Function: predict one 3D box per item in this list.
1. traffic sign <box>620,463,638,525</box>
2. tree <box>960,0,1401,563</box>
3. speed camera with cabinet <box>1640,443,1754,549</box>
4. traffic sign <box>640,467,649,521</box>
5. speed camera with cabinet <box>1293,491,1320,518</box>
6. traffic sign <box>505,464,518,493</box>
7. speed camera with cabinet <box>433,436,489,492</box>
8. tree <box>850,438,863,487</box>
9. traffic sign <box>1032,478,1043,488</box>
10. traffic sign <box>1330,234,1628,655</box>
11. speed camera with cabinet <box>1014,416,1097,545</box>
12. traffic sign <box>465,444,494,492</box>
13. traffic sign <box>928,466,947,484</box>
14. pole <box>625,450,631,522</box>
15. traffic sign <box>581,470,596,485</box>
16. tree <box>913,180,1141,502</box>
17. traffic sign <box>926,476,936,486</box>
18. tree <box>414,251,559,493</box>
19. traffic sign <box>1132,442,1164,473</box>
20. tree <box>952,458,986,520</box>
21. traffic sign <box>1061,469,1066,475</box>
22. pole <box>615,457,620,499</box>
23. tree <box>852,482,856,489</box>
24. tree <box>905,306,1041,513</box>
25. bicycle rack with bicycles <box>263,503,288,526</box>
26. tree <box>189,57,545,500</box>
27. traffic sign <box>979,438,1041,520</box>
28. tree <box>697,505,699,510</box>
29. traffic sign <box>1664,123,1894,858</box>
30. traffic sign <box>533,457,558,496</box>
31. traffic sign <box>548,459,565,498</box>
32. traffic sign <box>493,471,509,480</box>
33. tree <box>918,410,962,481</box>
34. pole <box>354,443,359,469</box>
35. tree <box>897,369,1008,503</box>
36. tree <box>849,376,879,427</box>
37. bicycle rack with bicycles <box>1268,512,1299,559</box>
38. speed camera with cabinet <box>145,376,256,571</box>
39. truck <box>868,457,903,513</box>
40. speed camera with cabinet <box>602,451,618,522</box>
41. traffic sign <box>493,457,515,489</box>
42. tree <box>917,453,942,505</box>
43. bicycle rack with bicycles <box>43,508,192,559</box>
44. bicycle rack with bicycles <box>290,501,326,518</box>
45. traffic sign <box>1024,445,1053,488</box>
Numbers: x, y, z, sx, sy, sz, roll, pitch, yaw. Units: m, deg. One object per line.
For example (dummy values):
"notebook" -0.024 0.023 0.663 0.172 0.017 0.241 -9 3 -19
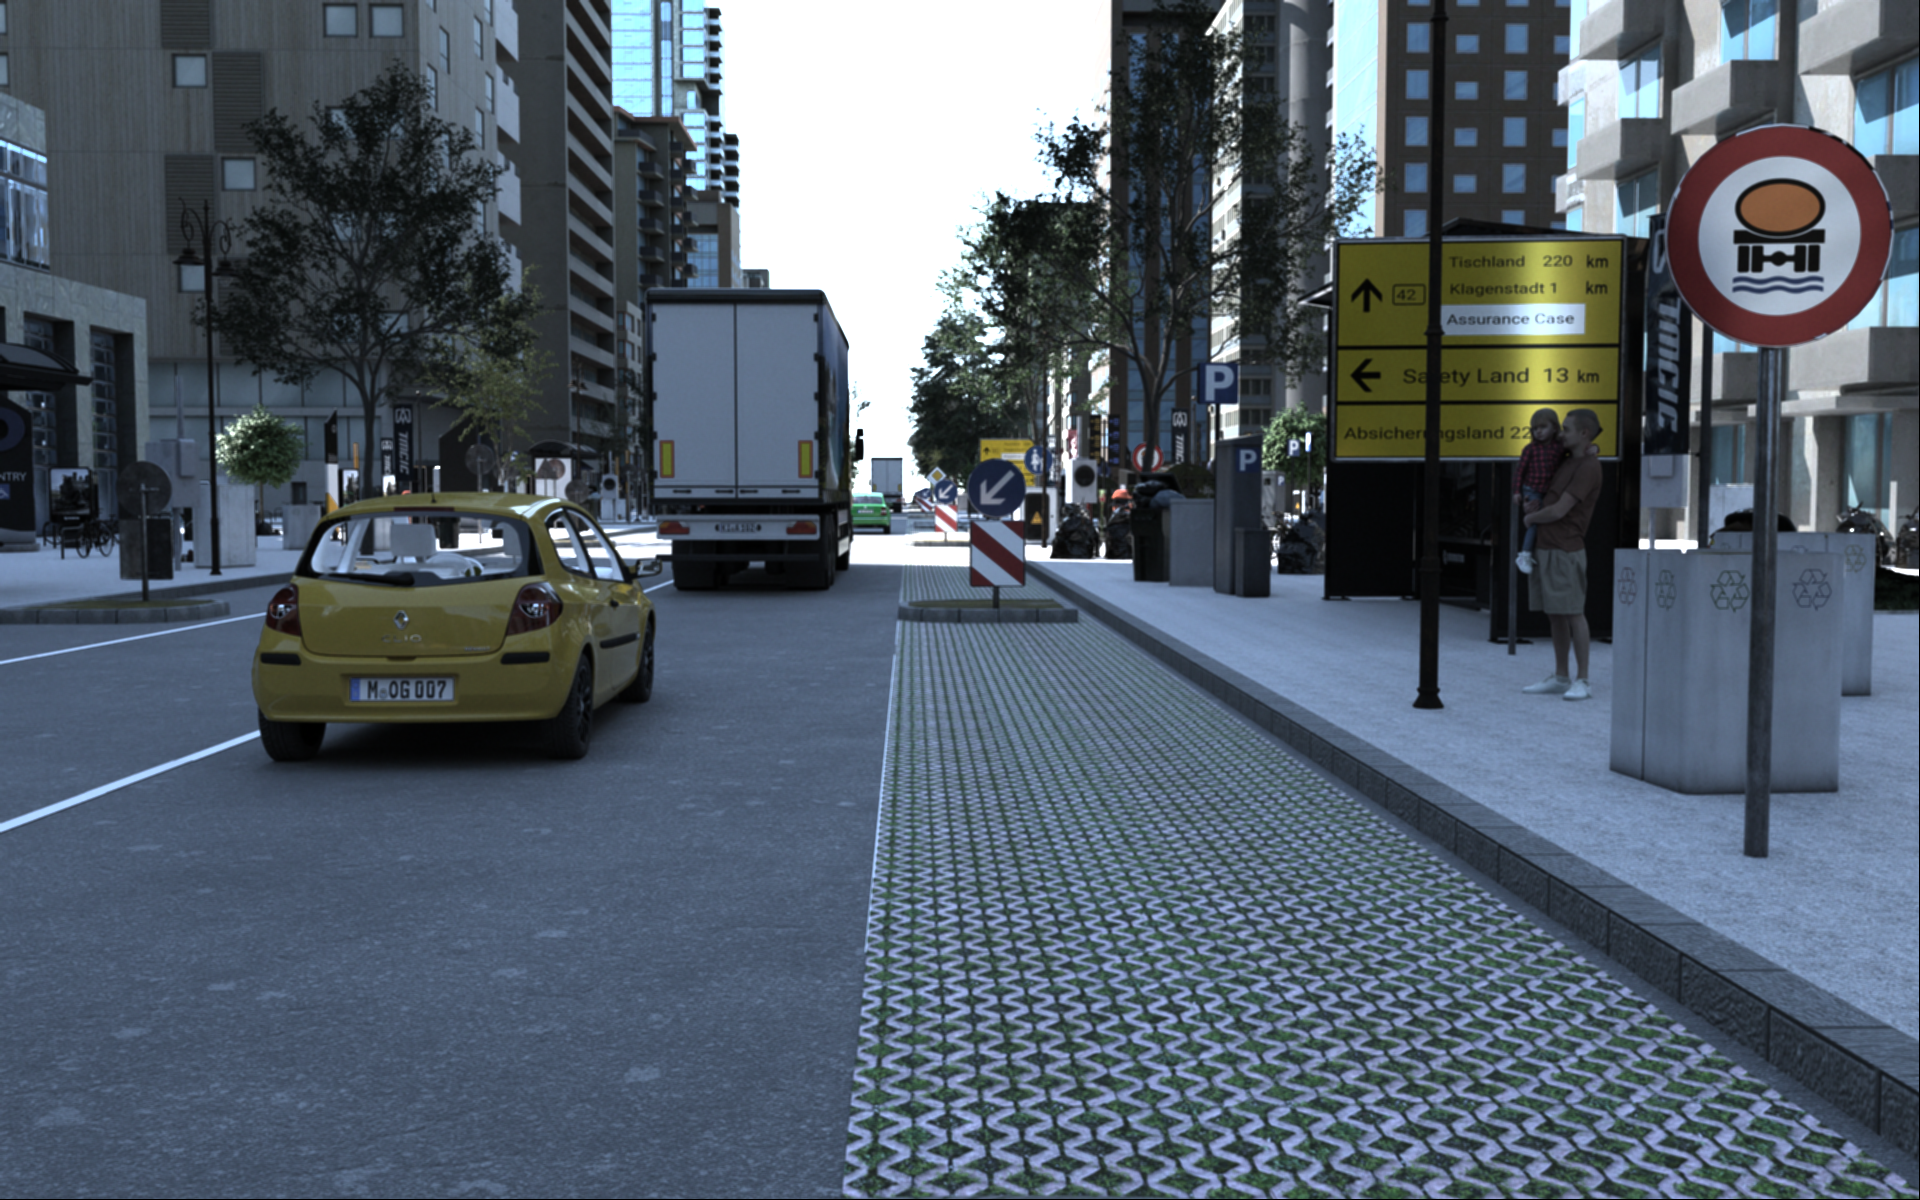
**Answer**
"traffic sign" -13.758 -4.395 71.968 0.768 2.556 0.104 0 4 4
"tree" 3.554 -5.935 31.451 8.767 10.594 7.601 -3 5 -43
"speed camera with cabinet" 12.544 -2.122 29.028 2.038 3.252 0.660 2 4 32
"traffic sign" -14.734 -4.987 81.638 0.768 2.556 0.104 0 4 6
"speed camera with cabinet" 18.345 -5.908 90.924 0.660 3.252 2.038 -2 4 -33
"traffic sign" -17.661 -4.137 67.740 0.768 2.556 0.104 0 4 6
"speed camera with cabinet" -16.849 -3.924 58.486 2.038 3.252 0.660 2 4 29
"tree" -20.066 -23.045 294.909 7.486 12.596 7.792 0 3 0
"traffic sign" 2.976 -4.331 70.818 0.884 2.594 0.081 0 4 1
"traffic sign" 4.090 -1.217 13.764 2.265 3.308 0.079 0 4 6
"speed camera with cabinet" 2.410 -3.023 43.757 2.038 3.252 0.660 -1 4 -14
"traffic sign" -12.303 -2.707 44.360 0.768 2.556 0.104 0 4 5
"traffic sign" -0.926 -4.275 72.090 0.795 2.593 0.064 0 4 -2
"pole" -15.409 -5.292 80.370 0.158 3.312 0.155 0 3 0
"traffic sign" -15.586 -4.315 72.680 0.606 2.300 0.079 0 4 2
"tree" 2.536 -8.095 58.110 9.928 11.665 9.643 0 3 0
"traffic sign" -1.157 -4.763 80.072 0.795 2.593 0.064 0 4 -2
"tree" -13.939 -6.221 52.071 4.737 8.622 4.395 0 3 0
"traffic sign" 4.621 -2.602 42.656 0.768 2.556 0.104 0 4 6
"tree" 0.359 -5.984 92.438 1.663 3.219 1.824 0 3 0
"traffic sign" 5.221 -5.326 87.184 0.768 2.556 0.104 0 4 2
"pole" -18.856 -6.207 95.333 0.158 3.312 0.155 0 3 0
"tree" -20.405 -20.008 310.841 4.285 4.588 4.351 0 3 0
"tree" 0.807 -12.737 114.909 9.857 13.997 8.962 0 3 0
"bicycle rack with bicycles" -28.535 -3.341 68.014 2.852 0.926 2.925 3 5 44
"tree" -12.207 -6.234 36.332 7.601 10.594 8.767 -3 5 -43
"traffic sign" 1.836 -4.254 63.420 2.265 3.308 0.079 0 4 0
"tree" -14.309 -9.646 92.117 7.601 10.594 8.767 1 4 12
"traffic sign" 2.826 -0.365 6.070 0.768 2.556 0.104 0 4 4
"traffic sign" -14.710 -3.762 61.512 0.884 2.594 0.081 0 4 2
"traffic sign" -14.528 -3.791 62.095 0.768 2.556 0.104 0 4 5
"traffic sign" -17.160 -3.971 65.031 0.768 2.556 0.104 0 4 3
"tree" -1.319 -12.181 149.519 4.737 8.622 4.395 0 3 0
"pole" -24.084 -4.607 69.164 0.158 3.312 0.155 0 3 0
"tree" -0.293 -15.402 162.192 12.009 13.543 11.850 0 3 0
"tree" -17.068 -22.986 231.711 12.611 20.169 13.585 0 3 0
"bicycle rack with bicycles" 6.333 -1.293 34.515 2.852 0.926 2.925 -3 4 -37
"speed camera with cabinet" -13.031 -2.166 29.746 0.660 3.252 2.038 1 4 16
"truck" -5.800 -8.999 136.049 2.839 4.237 11.283 0 4 -3
"speed camera with cabinet" -16.718 -5.199 79.332 2.038 3.252 0.660 0 4 -5
"traffic sign" -15.815 -3.666 60.042 0.768 2.556 0.104 0 4 5
"tree" -2.129 -17.952 211.648 7.486 12.596 7.792 0 3 0
"bicycle rack with bicycles" -16.921 -1.343 35.348 2.852 0.926 2.925 -1 4 -11
"bicycle rack with bicycles" -31.228 -4.241 82.724 2.852 0.926 2.925 0 4 8
"traffic sign" 2.059 -2.769 45.386 0.768 2.556 0.104 0 4 3
